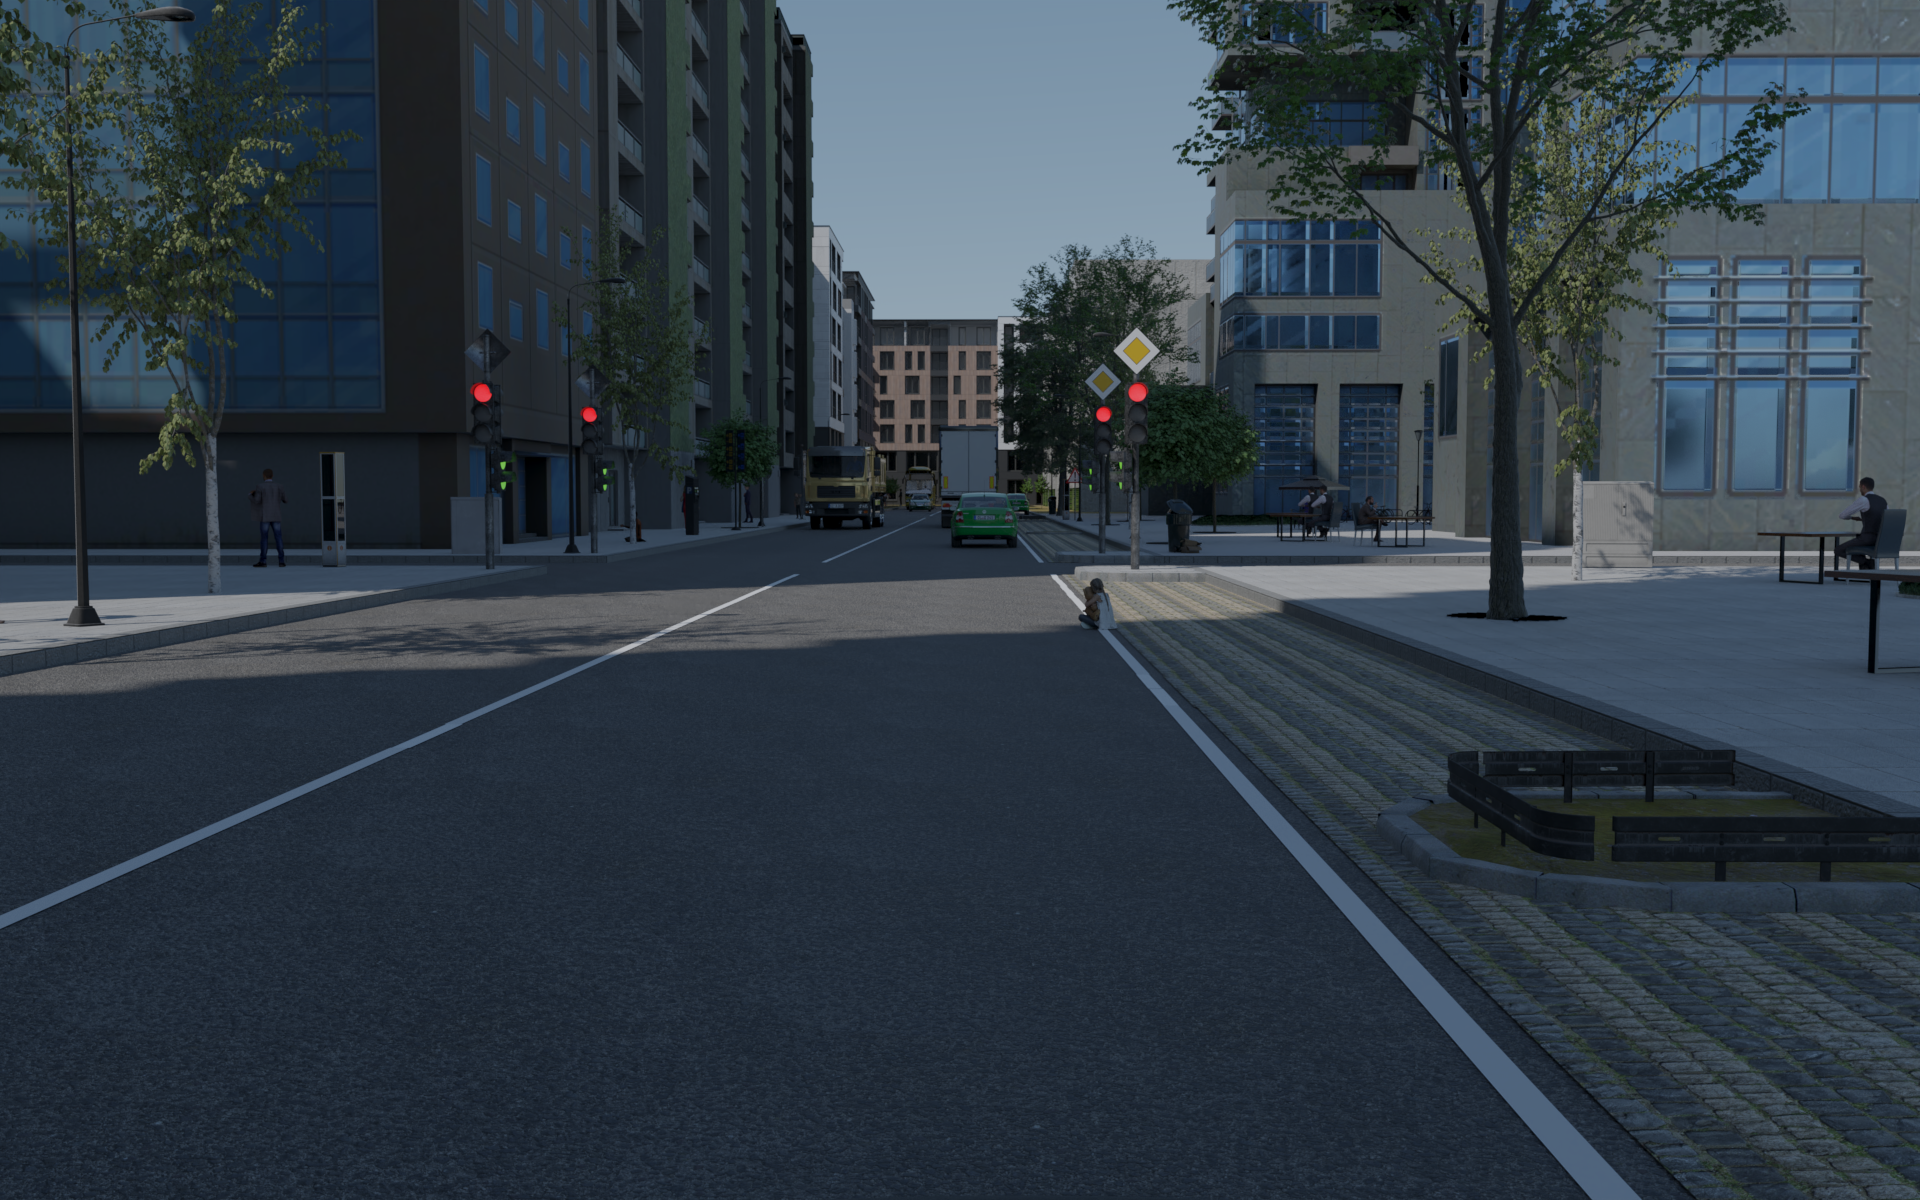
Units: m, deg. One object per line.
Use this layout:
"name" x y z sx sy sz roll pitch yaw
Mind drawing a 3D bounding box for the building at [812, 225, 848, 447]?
"building" -23.872 -17.487 129.889 27.936 21.610 32.646 0 4 1

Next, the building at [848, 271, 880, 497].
"building" -25.370 -20.115 172.854 32.646 21.610 27.936 0 4 1

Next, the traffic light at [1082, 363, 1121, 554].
"traffic light" 3.051 -2.960 37.318 0.839 4.253 0.868 0 4 1

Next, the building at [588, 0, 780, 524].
"building" -17.259 -24.829 89.557 14.154 41.232 14.086 0 4 1

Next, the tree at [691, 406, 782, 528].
"tree" -8.375 -4.980 65.135 4.285 4.588 4.351 0 3 0

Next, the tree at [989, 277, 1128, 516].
"tree" 5.990 -11.946 101.964 9.857 13.997 8.962 0 3 0

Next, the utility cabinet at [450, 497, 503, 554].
"utility cabinet" -10.328 -1.581 37.015 1.020 1.237 0.306 0 4 -3

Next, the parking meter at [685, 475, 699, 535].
"parking meter" -8.356 -2.957 54.063 0.399 1.863 0.255 2 4 30

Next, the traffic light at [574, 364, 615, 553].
"traffic light" -7.910 -2.967 37.428 0.839 4.253 0.868 0 4 1

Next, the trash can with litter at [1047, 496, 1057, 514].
"trash can with litter" 5.728 -5.951 108.683 0.624 1.170 1.055 0 4 -3

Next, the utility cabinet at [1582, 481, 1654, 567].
"utility cabinet" 11.369 -1.305 30.017 1.173 1.500 0.318 1 4 9

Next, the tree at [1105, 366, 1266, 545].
"tree" 5.437 -3.716 44.467 4.285 4.588 4.351 0 3 0

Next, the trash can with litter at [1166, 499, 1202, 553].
"trash can with litter" 4.952 -1.620 37.874 0.624 1.170 1.055 -2 4 -24

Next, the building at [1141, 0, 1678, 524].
"building" 22.265 -47.846 94.960 22.319 86.520 31.000 0 4 1

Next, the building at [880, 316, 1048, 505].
"building" 2.340 -22.555 212.745 32.646 21.610 27.936 0 4 1

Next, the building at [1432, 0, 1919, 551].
"building" 30.302 -44.925 47.193 31.000 86.520 22.319 0 4 1

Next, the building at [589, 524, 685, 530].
"building" -17.217 -23.894 74.269 14.154 41.232 14.086 0 4 1

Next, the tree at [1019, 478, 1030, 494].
"tree" 7.457 -11.713 186.104 1.663 3.219 1.824 0 3 0

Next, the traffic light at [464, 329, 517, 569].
"traffic light" -8.002 -2.478 29.443 0.839 4.253 0.868 0 4 1

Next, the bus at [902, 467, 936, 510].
"bus" -3.628 -10.242 159.004 2.896 3.916 12.252 0 4 0

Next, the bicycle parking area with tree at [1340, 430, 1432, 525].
"bicycle parking area with tree" 21.409 -5.391 75.150 9.016 4.147 8.231 0 4 -3

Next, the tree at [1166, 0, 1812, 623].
"tree" 5.525 -5.616 17.575 9.928 11.665 9.643 0 3 0

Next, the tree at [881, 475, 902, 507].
"tree" -6.912 -11.179 177.377 1.663 3.219 1.824 0 3 0

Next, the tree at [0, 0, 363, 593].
"tree" -9.883 -4.387 22.097 4.737 8.622 4.395 0 3 0

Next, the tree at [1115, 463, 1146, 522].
"tree" 7.890 -5.226 80.049 1.663 3.219 1.824 0 3 0

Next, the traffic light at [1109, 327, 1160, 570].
"traffic light" 2.959 -2.472 29.333 0.839 4.253 0.868 0 4 1

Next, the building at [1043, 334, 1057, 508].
"building" 17.118 -18.601 170.581 16.747 18.905 31.486 0 4 1

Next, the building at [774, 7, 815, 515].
"building" -16.425 -20.323 103.979 14.160 30.474 14.107 0 4 1

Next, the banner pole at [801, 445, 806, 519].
"banner pole" -7.928 -5.985 87.873 0.401 3.779 0.863 1 4 14

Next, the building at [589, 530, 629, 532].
"building" -17.505 -23.018 59.937 14.154 41.232 14.086 0 4 1

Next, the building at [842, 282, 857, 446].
"building" -17.005 -18.105 152.429 16.016 20.091 11.380 0 4 1

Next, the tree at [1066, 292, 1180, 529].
"tree" 6.072 -6.854 62.419 4.737 8.622 4.395 0 3 0

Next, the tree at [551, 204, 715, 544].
"tree" -8.331 -5.729 44.028 4.737 8.622 4.395 0 3 0

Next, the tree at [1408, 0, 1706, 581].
"tree" 8.898 -4.589 25.386 4.737 8.622 4.395 0 3 0

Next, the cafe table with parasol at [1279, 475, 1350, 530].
"cafe table with parasol" 12.789 -3.529 62.563 2.610 1.966 2.610 0 4 3

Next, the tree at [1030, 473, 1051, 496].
"tree" 7.065 -9.305 146.730 1.663 3.219 1.824 0 3 0

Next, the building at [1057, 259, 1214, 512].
"building" 17.098 -16.679 139.152 16.747 18.905 31.486 0 4 1

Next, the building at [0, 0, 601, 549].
"building" -18.116 -24.189 45.605 14.600 45.320 14.200 0 4 1
